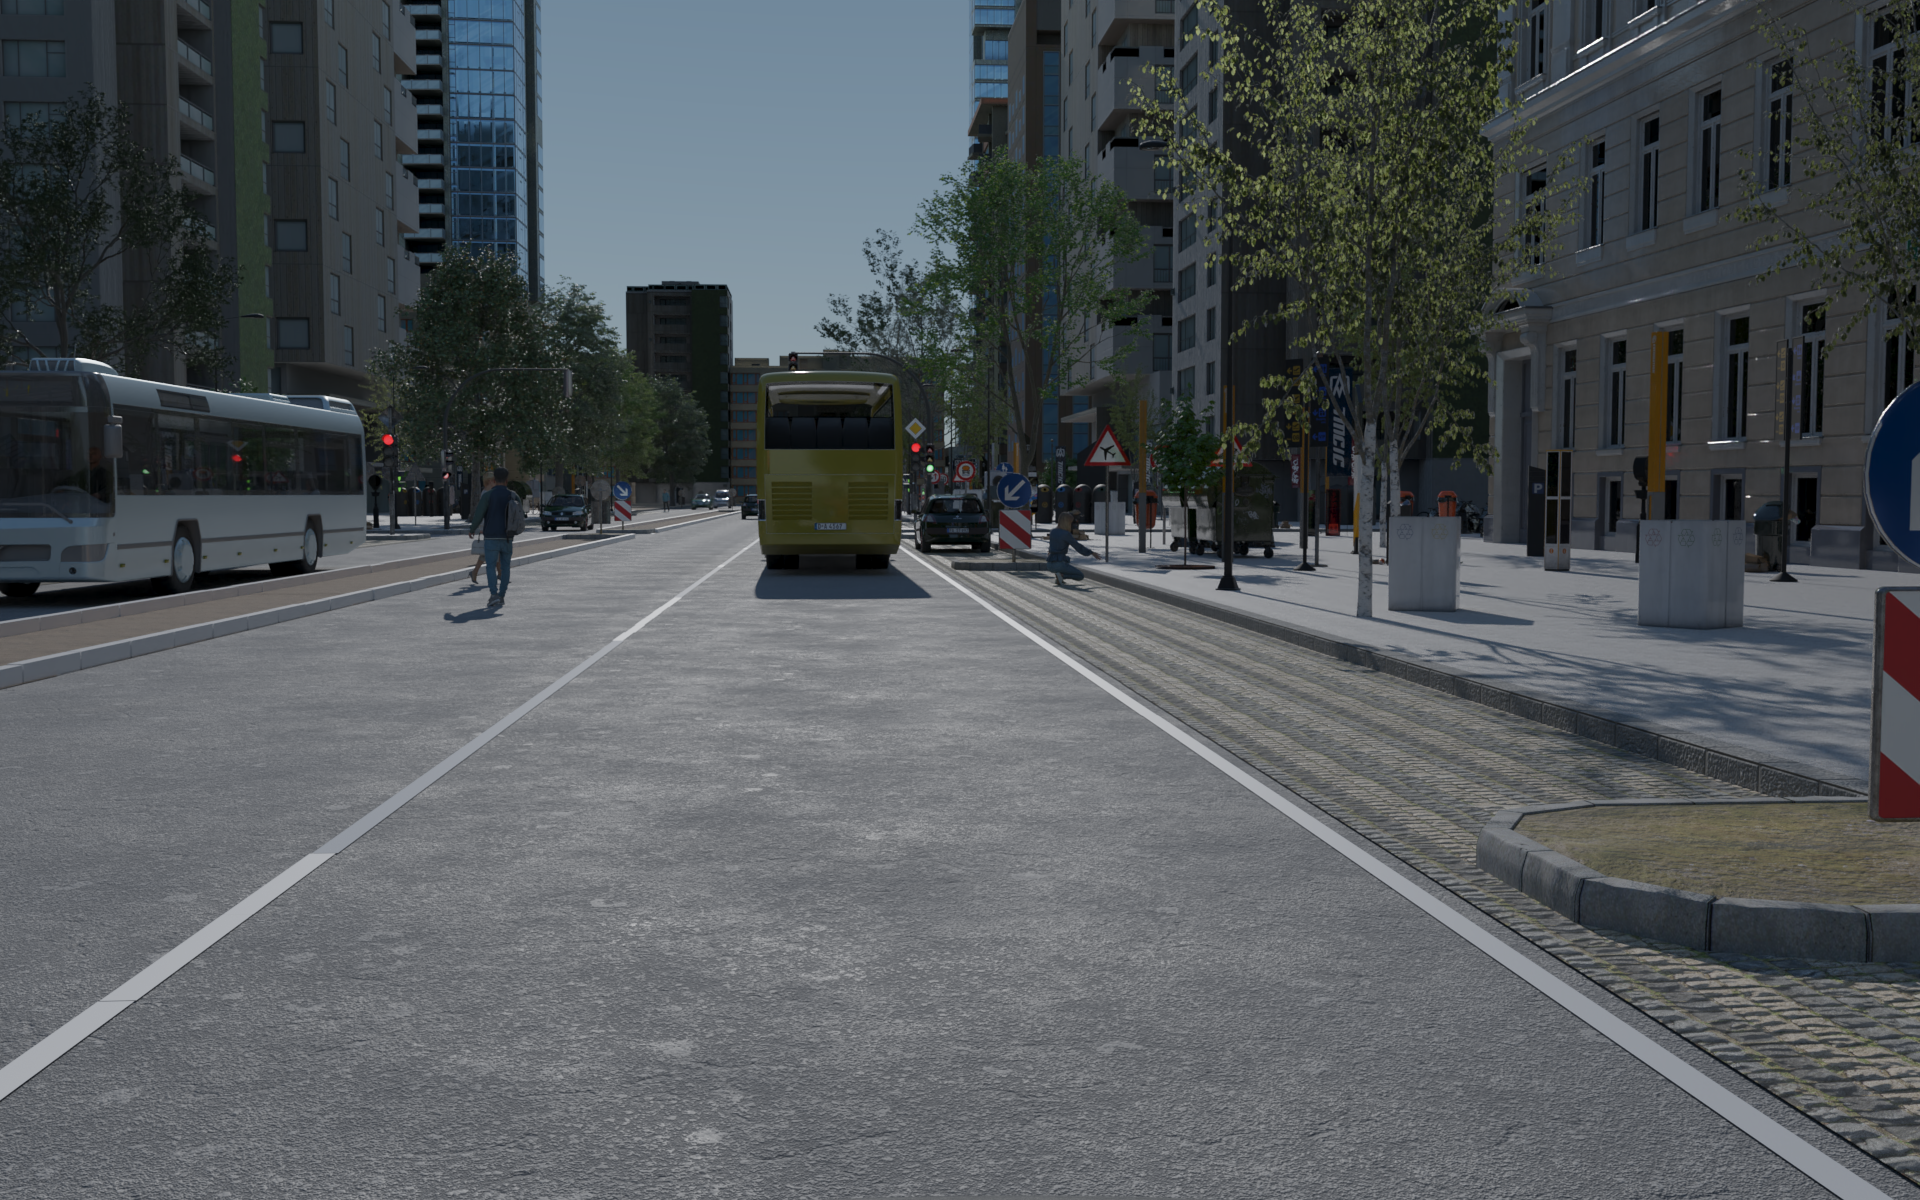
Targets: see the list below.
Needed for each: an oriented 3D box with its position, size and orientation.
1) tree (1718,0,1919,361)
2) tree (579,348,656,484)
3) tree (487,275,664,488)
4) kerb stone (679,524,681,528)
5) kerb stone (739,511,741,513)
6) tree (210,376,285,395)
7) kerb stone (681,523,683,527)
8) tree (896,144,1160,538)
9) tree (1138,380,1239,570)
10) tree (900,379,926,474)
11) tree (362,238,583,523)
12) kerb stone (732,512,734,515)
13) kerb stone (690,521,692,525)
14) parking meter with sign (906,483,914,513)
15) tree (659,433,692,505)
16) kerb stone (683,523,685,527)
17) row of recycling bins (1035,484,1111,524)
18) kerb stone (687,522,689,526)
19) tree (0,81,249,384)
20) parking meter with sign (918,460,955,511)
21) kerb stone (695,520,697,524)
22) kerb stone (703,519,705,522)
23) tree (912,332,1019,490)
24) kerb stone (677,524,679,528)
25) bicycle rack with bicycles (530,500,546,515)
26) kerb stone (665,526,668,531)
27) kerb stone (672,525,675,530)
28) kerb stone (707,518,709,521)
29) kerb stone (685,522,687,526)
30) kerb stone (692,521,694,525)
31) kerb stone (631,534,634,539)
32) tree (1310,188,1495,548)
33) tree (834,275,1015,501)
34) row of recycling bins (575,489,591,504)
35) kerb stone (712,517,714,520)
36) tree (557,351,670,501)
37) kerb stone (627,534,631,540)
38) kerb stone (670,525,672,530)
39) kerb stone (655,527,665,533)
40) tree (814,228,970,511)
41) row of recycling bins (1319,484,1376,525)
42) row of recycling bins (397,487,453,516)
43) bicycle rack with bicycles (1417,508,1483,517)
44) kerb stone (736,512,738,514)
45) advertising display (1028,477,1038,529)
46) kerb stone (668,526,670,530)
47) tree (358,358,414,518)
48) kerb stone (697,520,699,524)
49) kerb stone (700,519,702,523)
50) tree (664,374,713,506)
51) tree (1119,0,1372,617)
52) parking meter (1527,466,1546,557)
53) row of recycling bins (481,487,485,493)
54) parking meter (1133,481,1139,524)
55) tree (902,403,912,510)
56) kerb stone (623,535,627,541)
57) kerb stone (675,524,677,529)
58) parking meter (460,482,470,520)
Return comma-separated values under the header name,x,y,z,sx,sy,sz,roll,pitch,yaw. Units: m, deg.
name,x,y,z,sx,sy,sz,roll,pitch,yaw
tree,11.134,-4.239,19.667,4.360,8.622,3.978,0,3,0
tree,-26.906,-13.224,134.332,7.486,12.596,7.792,0,3,0
tree,-23.823,-11.979,102.513,9.857,13.997,8.962,0,3,0
kerb stone,-11.866,-3.070,72.390,0.120,0.150,1.000,0,4,-5
kerb stone,-16.040,-6.258,124.508,0.120,0.150,1.000,0,4,-5
tree,-19.886,-3.936,48.072,4.285,4.588,4.351,0,3,0
kerb stone,-11.950,-3.128,73.409,0.120,0.150,1.000,0,4,-5
tree,1.995,-7.638,50.644,9.928,11.665,9.643,0,3,0
tree,3.875,-2.140,29.589,1.663,3.219,1.824,0,3,0
tree,-7.943,-16.902,182.999,9.857,13.997,8.962,0,3,0
tree,-21.714,-9.826,77.665,9.611,12.733,9.660,0,3,0
kerb stone,-15.300,-5.690,115.314,0.120,0.150,1.000,0,4,-5
kerb stone,-12.361,-3.445,78.521,0.120,0.150,1.000,0,4,-5
parking meter with sign,-3.215,-7.300,115.623,1.738,3.016,0.543,1,4,14
tree,-33.348,-15.665,206.482,4.360,8.622,3.978,0,3,0
kerb stone,-12.030,-3.189,74.437,0.120,0.150,1.000,0,4,-5
row of recycling bins,4.883,-4.162,75.163,3.534,1.692,1.069,2,4,25
kerb stone,-12.191,-3.320,76.481,0.120,0.150,1.000,0,4,-5
tree,-19.418,-6.363,38.450,8.767,10.594,7.601,1,4,20
parking meter with sign,-1.185,-5.673,89.008,1.738,3.016,0.543,-1,4,-10
kerb stone,-12.610,-3.633,81.611,0.120,0.150,1.000,0,4,-5
kerb stone,-13.010,-3.947,86.722,0.120,0.150,1.000,0,4,-5
tree,0.586,-7.904,79.585,4.737,8.622,4.395,0,3,0
kerb stone,-11.785,-3.007,71.363,0.120,0.150,1.000,0,4,-5
bicycle rack with bicycles,-25.029,-5.816,108.469,2.925,0.926,2.852,2,4,31
kerb stone,-11.377,-2.690,66.246,0.120,0.150,1.000,0,4,-5
kerb stone,-11.624,-2.882,69.313,0.120,0.150,1.000,0,4,-5
kerb stone,-13.262,-4.134,89.787,0.120,0.150,1.000,0,4,-5
kerb stone,-12.115,-3.255,75.461,0.120,0.150,1.000,0,4,-5
kerb stone,-12.436,-3.506,79.544,0.120,0.150,1.000,0,4,-5
kerb stone,-10.436,-1.973,54.459,0.120,0.150,1.000,0,4,-5
tree,10.385,-5.564,41.341,4.737,8.622,4.395,0,3,0
tree,-1.982,-11.427,97.195,12.009,13.543,11.850,0,3,0
row of recycling bins,-28.661,-7.619,131.676,1.069,1.692,3.534,-2,4,-29
kerb stone,-13.588,-4.383,93.880,0.120,0.150,1.000,0,4,-5
tree,-25.967,-12.058,122.905,9.928,11.665,9.643,0,3,0
kerb stone,-10.353,-1.911,53.440,0.120,0.150,1.000,0,4,-5
kerb stone,-11.543,-2.817,68.294,0.120,0.150,1.000,0,4,-5
kerb stone,-11.294,-2.631,65.221,0.120,0.150,1.000,0,4,-5
tree,-5.387,-16.544,126.384,12.611,20.169,13.585,0,3,0
row of recycling bins,16.032,-3.978,72.154,1.069,1.692,3.534,-2,4,-25
row of recycling bins,-31.249,-5.713,100.528,3.534,1.692,1.069,-3,5,-40
bicycle rack with bicycles,18.893,-3.207,65.816,2.925,0.926,2.852,1,4,19
kerb stone,-15.706,-6.007,120.414,0.120,0.150,1.000,0,4,-5
advertising display,2.414,-3.562,63.445,0.974,1.923,0.123,-2,4,-26
kerb stone,-11.467,-2.756,67.264,0.120,0.150,1.000,0,4,-5
tree,-29.341,-8.528,89.797,4.360,8.622,3.978,0,3,0
kerb stone,-12.688,-3.697,82.634,0.120,0.150,1.000,0,4,-5
kerb stone,-12.846,-3.819,84.675,0.120,0.150,1.000,0,4,-5
tree,-30.282,-16.851,182.173,9.857,13.997,8.962,0,3,0
tree,4.102,-4.140,18.057,4.360,8.622,3.978,0,3,0
parking meter,11.863,-1.826,35.559,0.399,1.863,0.255,1,4,14
row of recycling bins,-25.791,-5.488,96.847,1.069,1.692,3.534,1,4,19
parking meter,7.644,-4.206,74.477,0.399,1.863,0.255,2,4,27
tree,-3.171,-9.827,111.026,4.737,8.622,4.395,0,3,0
kerb stone,-10.272,-1.848,52.416,0.120,0.150,1.000,0,4,-5
kerb stone,-11.706,-2.943,70.332,0.120,0.150,1.000,0,4,-5
parking meter,-24.803,-4.960,86.806,0.399,1.863,0.255,-3,5,-40
